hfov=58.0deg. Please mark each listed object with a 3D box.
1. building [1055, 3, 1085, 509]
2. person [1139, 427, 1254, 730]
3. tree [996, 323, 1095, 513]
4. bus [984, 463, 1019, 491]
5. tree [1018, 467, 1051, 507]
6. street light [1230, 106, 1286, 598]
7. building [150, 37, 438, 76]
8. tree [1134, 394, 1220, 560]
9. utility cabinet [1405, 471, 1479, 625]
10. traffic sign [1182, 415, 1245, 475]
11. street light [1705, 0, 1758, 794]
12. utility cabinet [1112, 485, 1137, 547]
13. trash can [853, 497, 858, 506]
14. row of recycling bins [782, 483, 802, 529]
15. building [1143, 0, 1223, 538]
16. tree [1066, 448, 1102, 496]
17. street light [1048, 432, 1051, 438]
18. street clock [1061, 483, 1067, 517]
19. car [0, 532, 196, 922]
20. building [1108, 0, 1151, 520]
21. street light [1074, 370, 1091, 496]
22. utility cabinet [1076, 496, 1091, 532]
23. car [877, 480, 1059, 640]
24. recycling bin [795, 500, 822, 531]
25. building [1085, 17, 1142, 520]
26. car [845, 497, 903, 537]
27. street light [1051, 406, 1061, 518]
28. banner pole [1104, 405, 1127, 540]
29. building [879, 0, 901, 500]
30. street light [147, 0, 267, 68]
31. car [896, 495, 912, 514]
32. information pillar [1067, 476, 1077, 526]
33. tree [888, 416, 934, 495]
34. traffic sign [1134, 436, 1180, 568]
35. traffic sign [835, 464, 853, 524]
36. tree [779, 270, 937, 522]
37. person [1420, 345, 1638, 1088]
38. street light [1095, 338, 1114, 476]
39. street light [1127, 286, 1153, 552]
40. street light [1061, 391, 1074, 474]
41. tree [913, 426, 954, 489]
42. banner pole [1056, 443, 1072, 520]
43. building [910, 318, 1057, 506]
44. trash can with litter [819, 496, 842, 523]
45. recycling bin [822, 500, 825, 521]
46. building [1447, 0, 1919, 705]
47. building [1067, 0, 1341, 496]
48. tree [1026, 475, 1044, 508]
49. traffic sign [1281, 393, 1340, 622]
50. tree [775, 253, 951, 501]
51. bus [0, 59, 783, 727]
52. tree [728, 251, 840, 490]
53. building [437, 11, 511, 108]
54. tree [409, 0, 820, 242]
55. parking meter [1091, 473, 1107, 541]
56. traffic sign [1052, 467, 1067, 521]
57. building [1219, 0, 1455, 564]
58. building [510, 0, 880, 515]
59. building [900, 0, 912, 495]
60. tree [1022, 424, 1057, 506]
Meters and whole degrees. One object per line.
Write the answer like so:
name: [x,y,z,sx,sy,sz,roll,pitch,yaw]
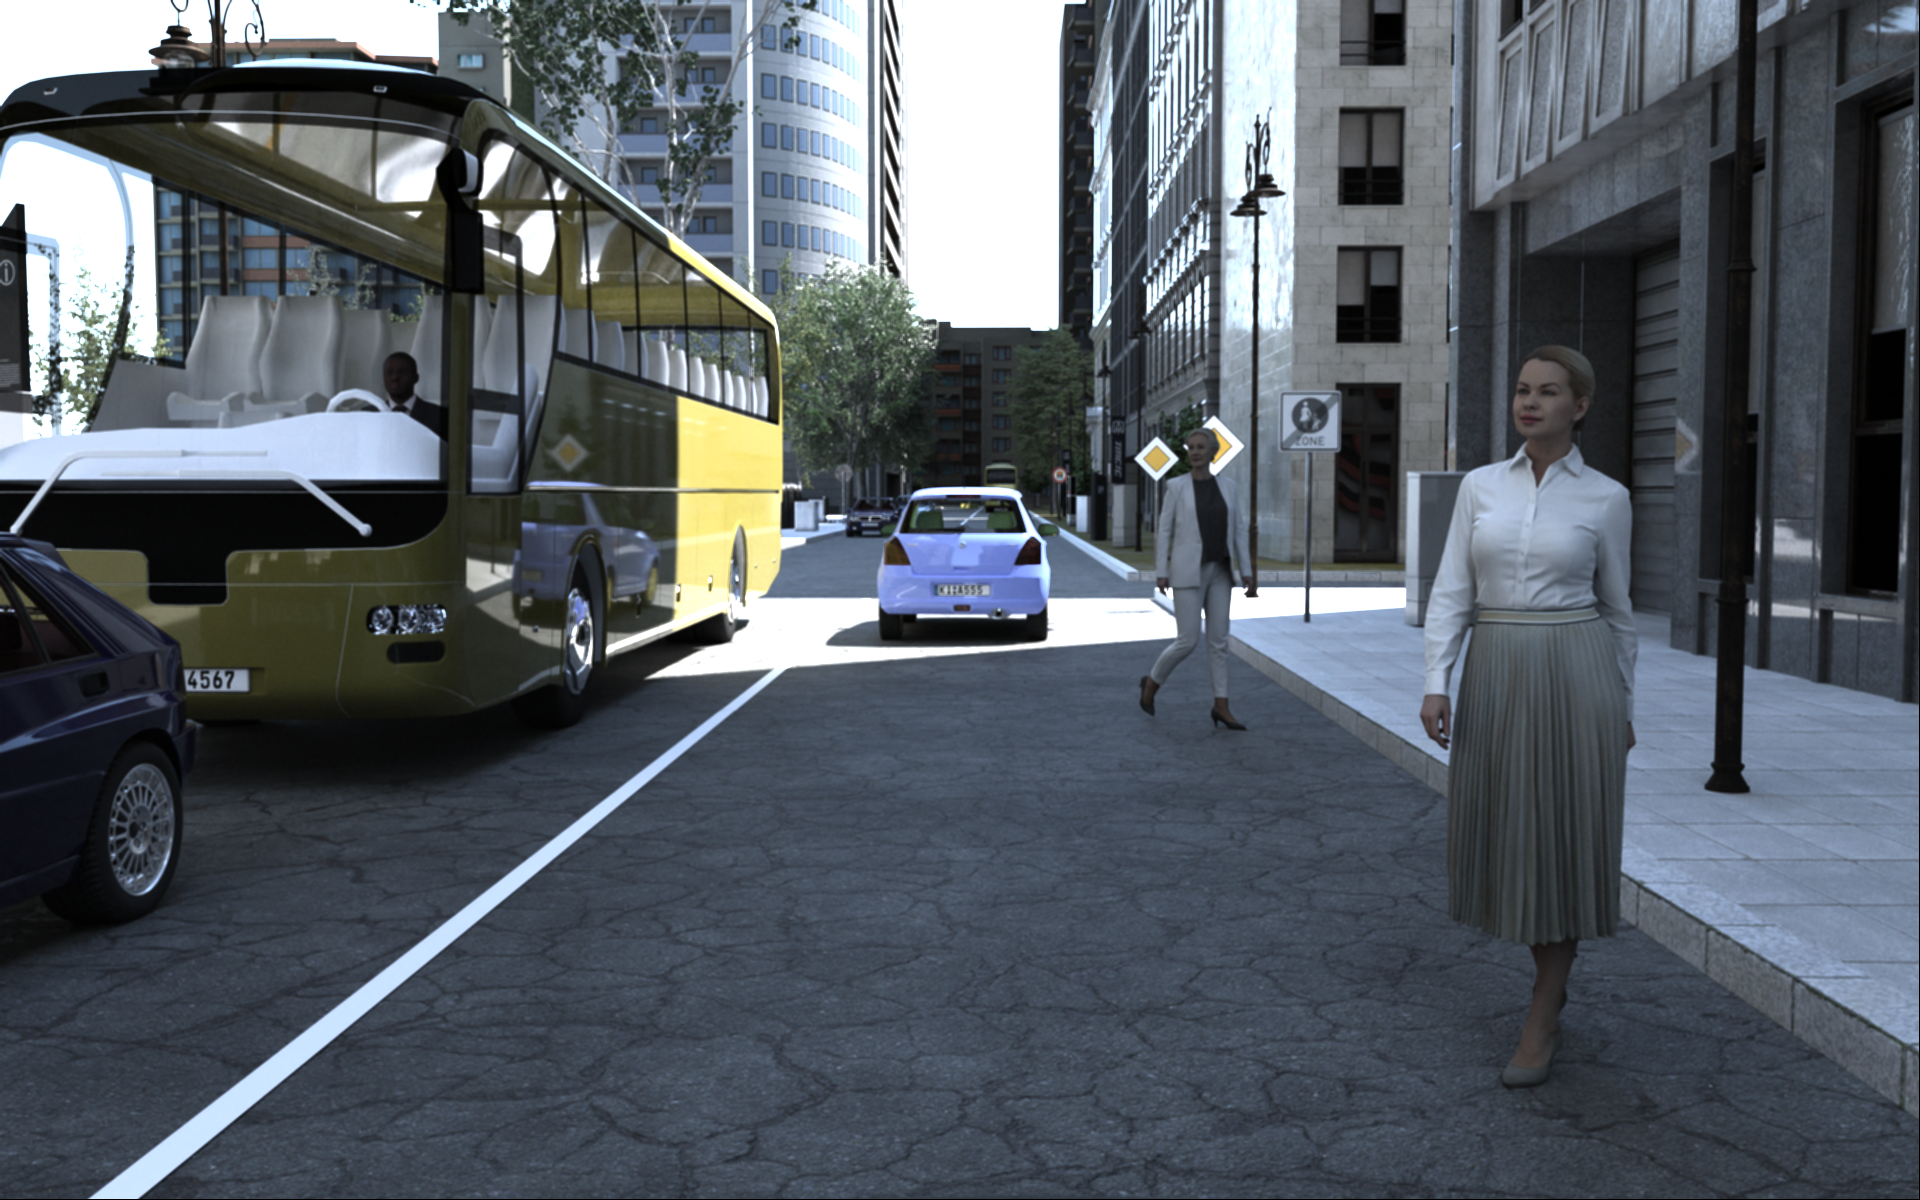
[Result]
building: [15.970,-30.981,156.647,14.600,45.320,14.200,0,4,1]
person: [1.458,-0.145,10.754,0.514,1.842,0.818,-3,4,-37]
tree: [6.276,-12.032,114.842,7.486,12.596,7.792,0,3,0]
bus: [3.294,-8.952,137.913,2.896,3.916,12.252,0,4,2]
tree: [7.510,-11.738,175.635,4.285,4.588,4.351,0,3,0]
street light: [3.618,-2.962,21.221,0.468,5.910,1.993,0,4,1]
building: [-61.943,-31.477,169.272,28.867,44.769,22.147,0,4,1]
tree: [4.509,-2.393,33.725,1.663,3.219,1.824,0,3,0]
utility cabinet: [4.951,-0.500,16.849,1.173,1.500,0.318,-1,4,-11]
traffic sign: [3.210,-1.121,21.969,0.795,2.450,0.064,0,4,1]
street light: [3.325,-2.112,7.327,0.468,5.910,1.993,0,4,1]
utility cabinet: [4.006,-2.026,41.805,0.318,1.500,1.173,2,4,25]
trash can: [-5.835,-5.234,97.230,0.748,1.137,0.748,0,3,0]
row of recycling bins: [-6.611,-3.547,65.103,1.069,1.692,3.534,0,4,7]
building: [10.930,-12.352,51.107,9.793,20.994,18.267,0,4,1]
tree: [5.108,-4.806,73.187,1.663,3.219,1.824,0,3,0]
street light: [5.540,-8.048,104.375,0.468,5.910,1.993,0,4,1]
street clock: [5.934,-5.739,98.403,0.358,2.002,0.471,-1,4,-14]
car: [-3.641,0.490,4.569,1.945,1.354,3.894,0,4,2]
building: [14.017,-17.066,72.532,14.314,27.812,24.014,0,4,1]
street light: [4.645,-5.617,64.625,0.468,5.910,1.993,0,4,1]
utility cabinet: [4.234,-2.883,58.303,0.306,1.237,1.020,-1,4,-17]
car: [0.087,-0.535,18.331,1.945,1.707,3.694,0,4,2]
recycling bin: [-5.284,-2.885,59.732,0.722,1.027,0.722,0,4,6]
building: [14.048,-18.889,94.744,13.634,28.700,20.117,0,4,1]
car: [-2.882,-2.842,59.044,1.945,1.354,3.894,0,4,3]
street light: [5.180,-7.224,90.893,0.468,5.910,1.993,0,4,1]
banner pole: [4.327,-3.597,48.836,0.863,3.779,0.401,-2,4,-24]
building: [-16.207,-31.812,143.821,21.300,48.544,21.600,0,4,1]
street light: [-6.262,-2.567,14.755,0.468,5.910,1.993,0,4,1]
car: [-1.920,-3.607,70.969,2.014,1.417,4.499,0,4,2]
information pillar: [4.487,-3.977,69.518,0.304,2.012,0.304,-1,4,-18]
tree: [-3.914,-11.021,130.555,4.737,8.622,4.395,0,3,0]
traffic sign: [3.392,-1.609,29.952,0.795,2.450,0.064,0,4,1]
traffic sign: [-4.908,-4.465,73.109,0.768,2.556,0.104,0,4,4]
tree: [-4.877,-9.395,79.356,9.928,11.665,9.643,0,3,0]
person: [1.475,0.265,4.399,0.478,1.798,0.641,3,4,39]
street light: [4.281,-4.817,51.552,0.468,5.910,1.993,0,4,1]
street light: [3.993,-4.023,38.570,0.468,5.910,1.993,0,4,1]
street light: [4.941,-6.411,77.606,0.468,5.910,1.993,0,4,1]
tree: [-2.636,-13.915,177.869,4.360,8.622,3.978,0,3,0]
banner pole: [5.178,-5.859,85.809,0.863,3.779,0.401,-1,4,-23]
building: [-2.795,-22.007,204.856,28.899,21.520,27.650,0,4,1]
trash can with litter: [-6.057,-4.021,76.803,1.678,1.210,2.233,0,4,-4]
recycling bin: [-6.455,-4.033,78.494,0.722,1.027,0.722,0,4,1]
building: [11.449,-11.708,9.452,12.078,24.808,19.932,0,4,1]
building: [19.667,-29.386,135.081,22.147,44.769,28.867,0,4,1]
tree: [7.239,-10.178,161.012,1.663,3.219,1.824,0,3,0]
traffic sign: [3.470,-0.925,17.250,0.606,2.300,0.079,0,4,3]
tree: [-5.227,-11.235,90.351,9.857,13.997,8.962,0,3,0]
bus: [-3.455,-1.367,13.899,2.896,3.916,12.252,0,4,2]
tree: [-5.802,-6.209,51.881,4.737,8.622,4.395,0,3,0]
building: [-36.718,-33.320,168.486,21.600,48.544,21.300,0,4,1]
tree: [-8.025,-11.214,39.245,12.611,20.169,13.585,0,3,0]
parking meter: [3.824,-2.569,47.713,0.399,1.863,0.255,-2,4,-28]
traffic sign: [4.710,-4.994,81.756,0.768,2.556,0.104,0,4,5]
building: [14.584,-11.098,36.208,16.860,20.320,10.420,0,4,1]
building: [-16.983,-35.270,118.668,21.231,58.520,28.212,0,4,1]
building: [-15.590,-44.664,168.510,20.611,71.187,20.563,0,4,1]
tree: [8.359,-14.217,182.810,4.737,8.622,4.395,0,3,0]
